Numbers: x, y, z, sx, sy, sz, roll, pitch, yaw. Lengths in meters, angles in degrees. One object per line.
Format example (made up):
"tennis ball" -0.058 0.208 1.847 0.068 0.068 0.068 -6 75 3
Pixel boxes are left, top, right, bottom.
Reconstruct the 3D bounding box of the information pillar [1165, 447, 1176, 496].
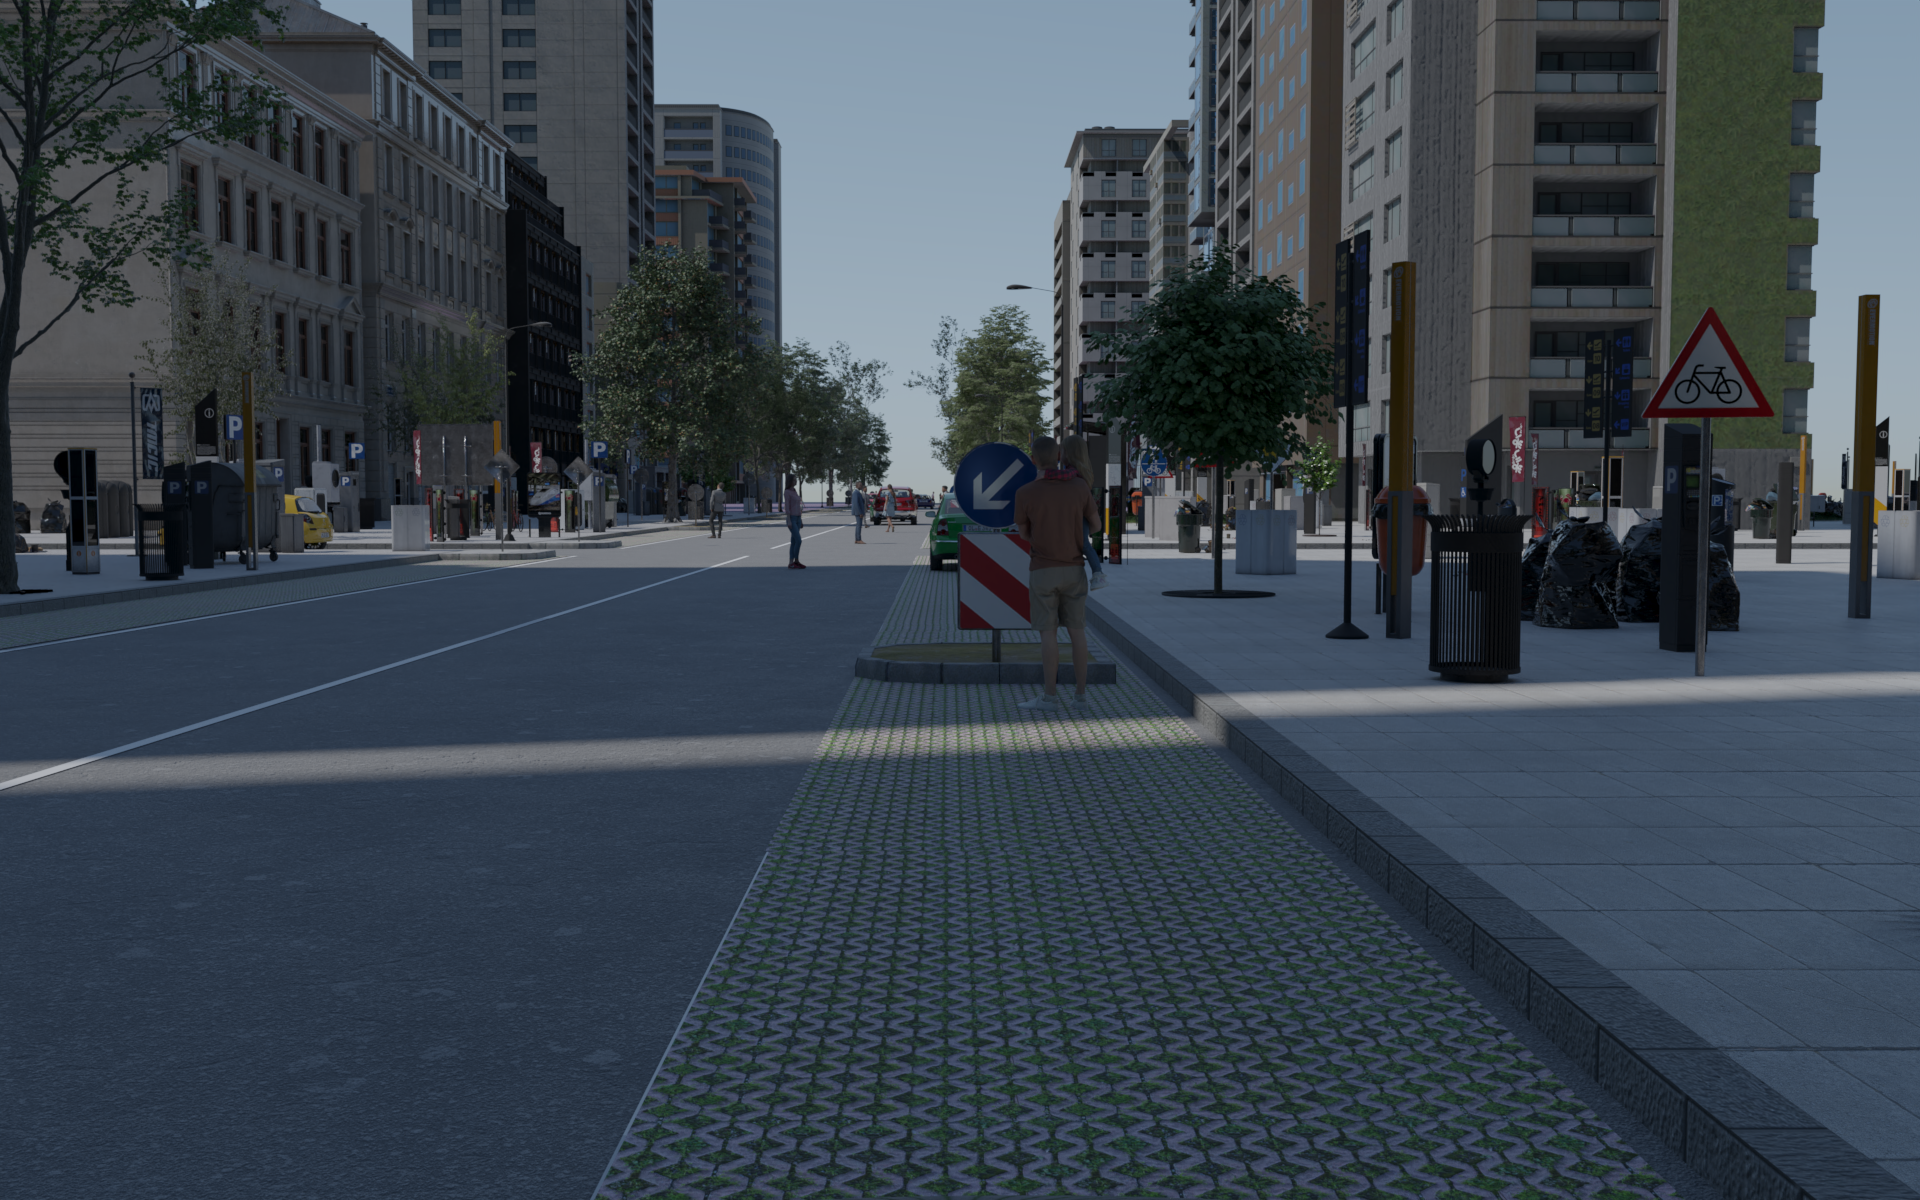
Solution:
"information pillar" 9.506 -5.307 78.122 0.504 3.616 0.183 2 4 25

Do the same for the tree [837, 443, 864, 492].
"tree" -14.702 -17.028 228.767 4.360 8.622 3.978 0 3 0

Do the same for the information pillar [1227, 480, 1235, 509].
"information pillar" 14.248 -5.293 91.033 0.304 2.012 0.304 -1 4 -22

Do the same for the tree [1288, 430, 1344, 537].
"tree" 10.734 -3.529 52.293 1.663 3.219 1.824 0 3 0

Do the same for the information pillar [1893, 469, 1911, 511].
"information pillar" 27.419 -2.810 50.429 0.304 2.012 0.304 -2 4 -25

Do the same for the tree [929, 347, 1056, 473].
"tree" 2.772 -13.054 130.435 9.611 12.733 9.660 0 3 0

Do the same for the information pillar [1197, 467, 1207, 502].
"information pillar" 11.915 -5.738 85.168 0.504 3.616 0.183 -1 4 -10

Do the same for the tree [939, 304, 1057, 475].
"tree" 2.390 -11.366 103.962 7.486 12.596 7.792 0 3 0

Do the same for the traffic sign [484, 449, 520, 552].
"traffic sign" -10.180 -2.132 38.494 0.795 2.450 0.064 0 4 0

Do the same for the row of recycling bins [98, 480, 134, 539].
"row of recycling bins" -25.250 -2.699 51.234 1.069 1.692 3.534 -1 4 -11

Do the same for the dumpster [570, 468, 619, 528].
"dumpster" -13.681 -3.809 64.766 1.502 2.255 1.985 0 4 0

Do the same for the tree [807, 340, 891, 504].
"tree" -14.863 -22.042 216.273 12.611 20.169 13.585 0 3 0

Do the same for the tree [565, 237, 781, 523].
"tree" -12.872 -9.814 77.465 9.611 12.733 9.660 0 3 0

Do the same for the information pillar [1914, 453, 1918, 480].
"information pillar" 55.110 -6.638 99.888 0.183 3.616 0.504 3 4 36

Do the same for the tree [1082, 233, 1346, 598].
"tree" 3.333 -2.328 21.775 4.285 4.588 4.351 0 3 0

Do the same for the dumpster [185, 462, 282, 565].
"dumpster" -13.552 -1.616 32.176 1.264 1.857 1.865 0 4 0

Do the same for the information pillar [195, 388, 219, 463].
"information pillar" -16.620 -2.871 38.296 0.504 3.616 0.183 0 4 2

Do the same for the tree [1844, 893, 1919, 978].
"tree" 2.987 -5.747 4.333 12.009 13.543 11.850 0 3 0

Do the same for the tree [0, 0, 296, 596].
"tree" -12.191 -5.887 22.005 9.928 11.665 9.643 0 3 0

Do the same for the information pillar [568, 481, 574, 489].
"information pillar" -21.819 -5.669 97.176 0.304 2.012 0.304 0 4 -3

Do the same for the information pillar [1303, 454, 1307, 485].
"information pillar" 15.408 -5.259 77.339 0.183 3.616 0.504 0 4 -4

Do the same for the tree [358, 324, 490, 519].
"tree" -23.395 -7.588 74.430 4.360 8.622 3.978 0 3 0

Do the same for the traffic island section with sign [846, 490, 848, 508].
"traffic island section with sign" -11.137 -10.087 173.553 1.989 1.847 2.006 0 4 0

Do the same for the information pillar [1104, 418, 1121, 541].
"information pillar" 4.209 -3.442 47.626 0.504 3.616 0.183 -3 4 -38

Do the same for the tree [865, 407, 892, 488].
"tree" -14.510 -17.493 192.662 9.857 13.997 8.962 0 3 0

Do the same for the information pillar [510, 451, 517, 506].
"information pillar" -22.336 -5.802 86.219 0.504 3.616 0.183 -1 4 -13

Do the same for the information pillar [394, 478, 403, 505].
"information pillar" -25.831 -4.599 79.687 0.304 2.012 0.304 -1 4 -10

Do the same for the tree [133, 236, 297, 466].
"tree" -21.883 -6.105 50.186 4.360 8.622 3.978 0 3 0

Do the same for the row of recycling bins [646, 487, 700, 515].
"row of recycling bins" -18.291 -6.389 111.578 3.534 1.692 1.069 -3 5 -39

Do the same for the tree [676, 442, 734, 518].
"tree" -13.761 -6.701 93.270 4.285 4.588 4.351 0 3 0

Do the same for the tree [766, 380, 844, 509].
"tree" -14.120 -13.951 153.857 9.928 11.665 9.643 0 3 0

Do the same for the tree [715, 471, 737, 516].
"tree" -13.793 -6.450 100.059 1.663 3.219 1.824 0 3 0

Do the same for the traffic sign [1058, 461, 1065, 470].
"traffic sign" 3.830 -3.997 65.458 0.768 2.556 0.104 0 4 1

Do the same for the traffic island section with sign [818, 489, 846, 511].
"traffic island section with sign" -10.946 -8.439 146.599 1.989 1.847 2.006 0 4 0

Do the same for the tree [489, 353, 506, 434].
"tree" -23.618 -8.116 83.065 4.360 8.622 3.978 0 3 0

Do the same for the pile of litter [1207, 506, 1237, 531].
"pile of litter" 9.355 -2.891 61.236 1.719 0.858 1.176 -3 4 -36

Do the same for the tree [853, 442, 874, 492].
"tree" -13.731 -17.768 240.866 4.737 8.622 4.395 0 3 0

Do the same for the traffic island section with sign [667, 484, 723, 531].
"traffic island section with sign" -10.411 -3.645 68.227 1.989 1.847 2.006 0 4 0

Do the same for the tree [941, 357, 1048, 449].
"tree" 2.437 -11.058 115.202 8.767 10.594 7.601 3 5 42

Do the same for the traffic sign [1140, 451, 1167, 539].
"traffic sign" 5.568 -3.042 49.836 0.768 2.556 0.104 0 4 6

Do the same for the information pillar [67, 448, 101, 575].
"information pillar" -13.969 -1.415 27.627 0.304 2.012 0.304 1 4 14

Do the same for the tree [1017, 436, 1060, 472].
"tree" 2.661 -3.848 57.522 1.663 3.219 1.824 0 3 0

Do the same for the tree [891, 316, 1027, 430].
"tree" 0.770 -20.090 184.363 12.611 20.169 13.585 0 3 0

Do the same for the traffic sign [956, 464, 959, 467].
"traffic sign" 0.314 -2.135 38.544 0.795 2.450 0.064 0 4 0

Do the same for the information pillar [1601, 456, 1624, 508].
"information pillar" 12.779 -1.803 33.964 0.304 2.012 0.304 0 4 -6

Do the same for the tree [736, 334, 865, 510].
"tree" -13.748 -14.215 139.077 9.857 13.997 8.962 0 3 0

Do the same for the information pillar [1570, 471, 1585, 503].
"information pillar" 19.901 -3.142 55.867 0.304 2.012 0.304 -2 4 -27

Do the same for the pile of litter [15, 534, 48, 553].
"pile of litter" -20.938 -1.462 37.875 1.719 0.858 1.176 0 4 8

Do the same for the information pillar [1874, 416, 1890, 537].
"information pillar" 27.644 -3.714 52.071 0.504 3.616 0.183 2 4 33

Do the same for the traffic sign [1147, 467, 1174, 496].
"traffic sign" 6.740 -3.563 58.257 0.884 2.594 0.081 0 4 8

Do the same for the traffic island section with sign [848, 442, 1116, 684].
"traffic island section with sign" 0.172 -0.323 13.915 1.989 1.847 2.006 0 4 0

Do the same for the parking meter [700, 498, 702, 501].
"parking meter" -15.796 -6.006 106.607 0.372 1.533 0.369 0 3 0

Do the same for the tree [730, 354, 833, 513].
"tree" -13.598 -11.019 114.571 7.601 10.594 8.767 1 4 14

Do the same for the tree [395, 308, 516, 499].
"tree" -19.618 -7.177 67.713 4.737 8.622 4.395 0 3 0

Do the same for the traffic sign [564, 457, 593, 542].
"traffic sign" -10.234 -2.620 46.479 0.795 2.450 0.064 0 4 0

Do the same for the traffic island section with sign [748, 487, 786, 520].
"traffic island section with sign" -10.595 -5.294 95.182 1.989 1.847 2.006 0 4 0
